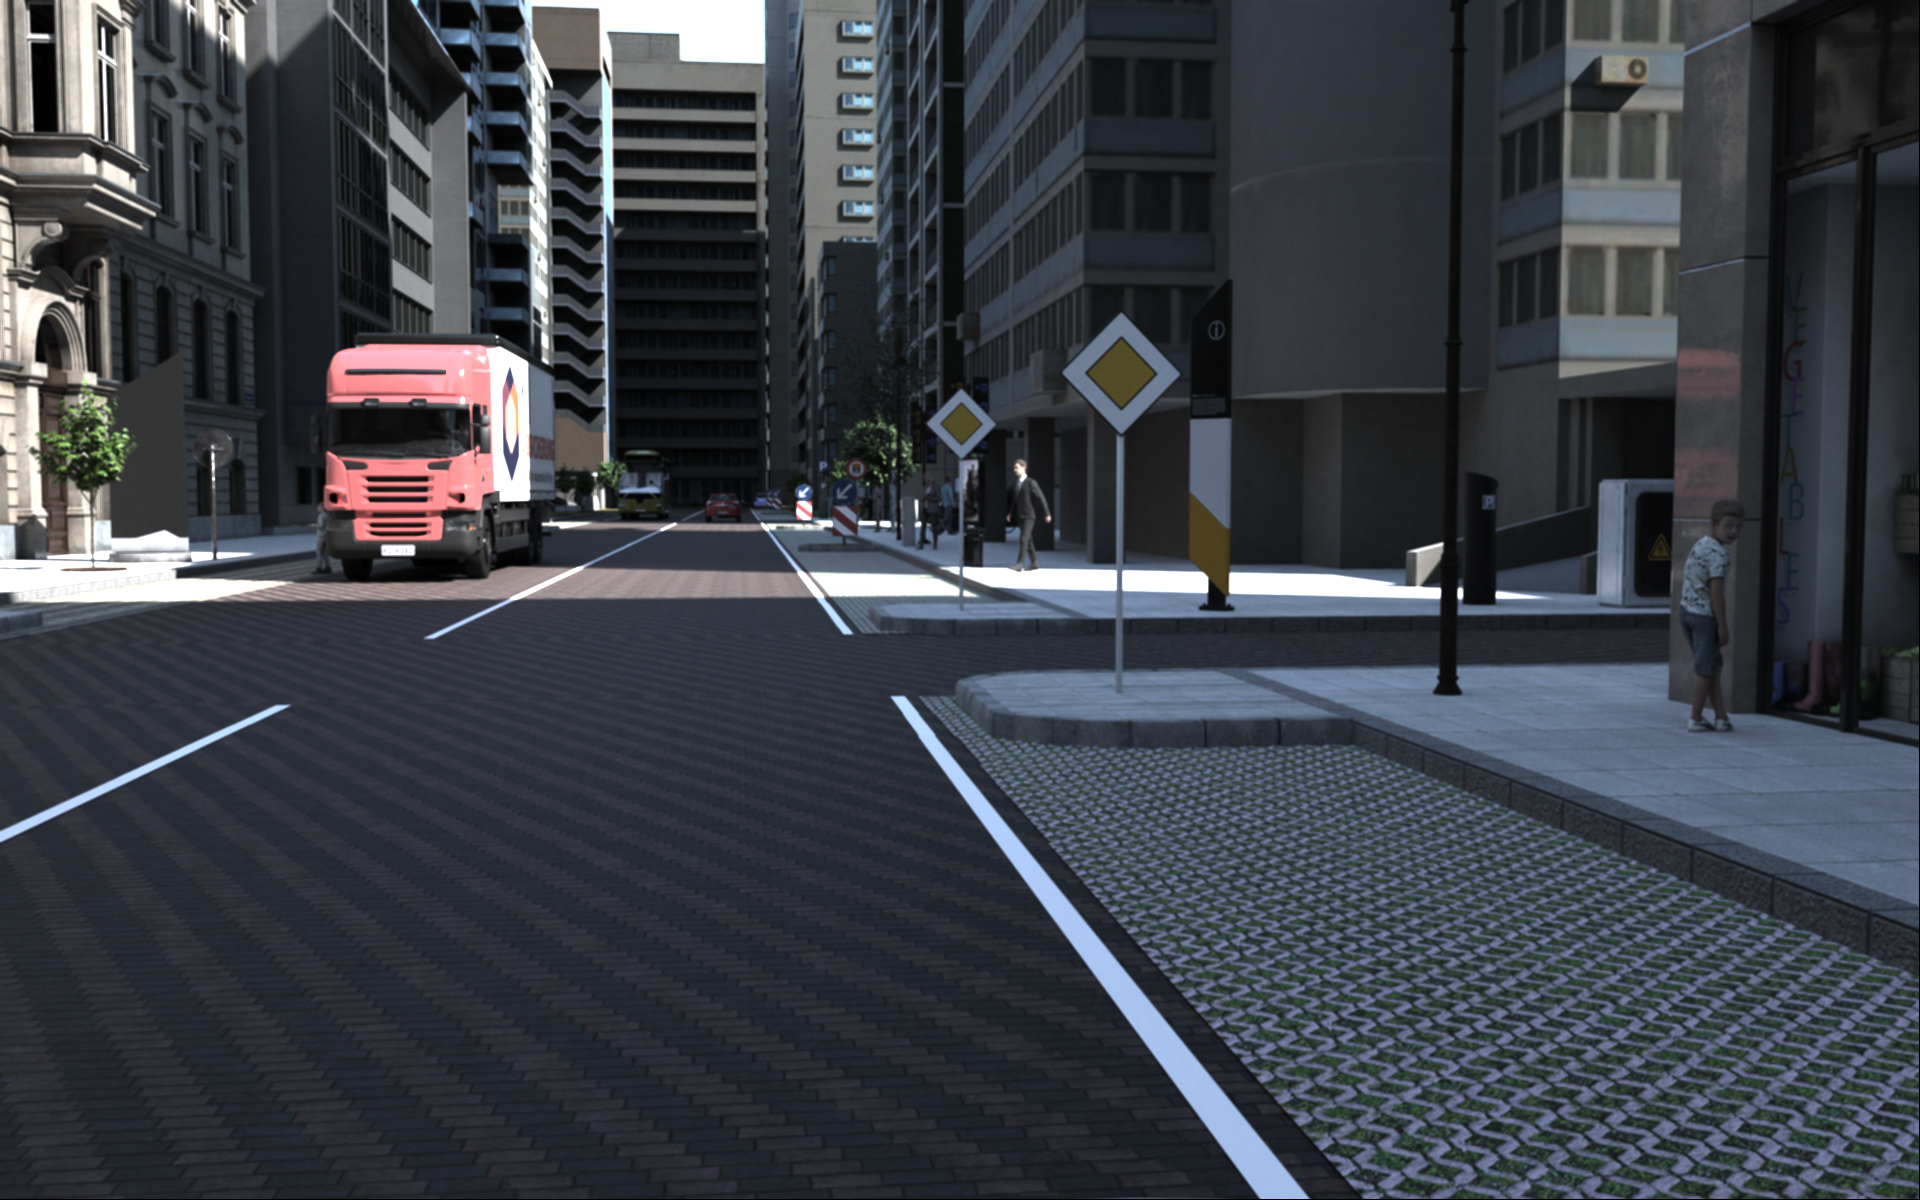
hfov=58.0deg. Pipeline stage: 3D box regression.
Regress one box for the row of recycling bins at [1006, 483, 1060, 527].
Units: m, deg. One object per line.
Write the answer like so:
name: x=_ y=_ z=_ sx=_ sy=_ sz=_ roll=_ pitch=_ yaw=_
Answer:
row of recycling bins: x=2.581 y=-3.708 z=67.731 sx=3.534 sy=1.692 sz=1.069 roll=-2 pitch=4 yaw=-31

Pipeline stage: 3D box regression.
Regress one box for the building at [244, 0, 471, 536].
building: x=-28.092 y=-15.113 z=66.170 sx=14.314 sy=24.678 sz=30.058 roll=0 pitch=4 yaw=-7

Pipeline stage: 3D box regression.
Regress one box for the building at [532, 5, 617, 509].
building: x=-39.154 y=-31.031 z=157.474 sx=14.200 sy=45.320 sz=14.600 roll=0 pitch=4 yaw=-7

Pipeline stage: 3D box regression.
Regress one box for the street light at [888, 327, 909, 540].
street light: x=-1.704 y=-4.613 z=48.204 sx=0.468 sy=5.910 sz=1.993 roll=0 pitch=4 yaw=-7

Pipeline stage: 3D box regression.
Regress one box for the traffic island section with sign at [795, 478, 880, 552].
traffic island section with sign: x=-3.052 y=-2.131 z=43.478 sx=1.989 sy=1.847 sz=2.006 roll=0 pitch=4 yaw=-7

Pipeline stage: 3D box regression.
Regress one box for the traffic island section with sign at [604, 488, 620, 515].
traffic island section with sign: x=-23.402 y=-6.755 z=119.070 sx=1.989 sy=1.847 sz=2.006 roll=0 pitch=4 yaw=-7

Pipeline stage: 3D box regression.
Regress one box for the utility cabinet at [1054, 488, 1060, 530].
utility cabinet: x=2.987 y=-3.246 z=61.751 sx=1.173 sy=1.500 sz=0.318 roll=0 pitch=4 yaw=-1

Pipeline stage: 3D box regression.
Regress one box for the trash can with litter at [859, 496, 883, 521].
trash can with litter: x=-4.234 y=-4.322 z=82.052 sx=1.055 sy=1.170 sz=0.624 roll=-2 pitch=4 yaw=-35

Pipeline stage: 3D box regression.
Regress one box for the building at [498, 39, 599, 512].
building: x=-44.845 y=-26.957 z=132.633 sx=32.217 sy=40.220 sz=23.993 roll=0 pitch=4 yaw=-7

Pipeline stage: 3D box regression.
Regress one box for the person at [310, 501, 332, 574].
person: x=-11.368 y=-1.104 z=30.829 sx=0.394 sy=1.301 sz=0.425 roll=-1 pitch=4 yaw=-19

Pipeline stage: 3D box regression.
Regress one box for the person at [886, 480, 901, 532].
person: x=-2.229 y=-3.254 z=59.349 sx=0.391 sy=1.810 sz=0.635 roll=-2 pitch=4 yaw=-35

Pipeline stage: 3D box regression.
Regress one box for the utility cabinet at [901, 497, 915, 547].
utility cabinet: x=-1.288 y=-1.932 z=42.751 sx=0.306 sy=1.237 sz=1.020 roll=0 pitch=4 yaw=-5

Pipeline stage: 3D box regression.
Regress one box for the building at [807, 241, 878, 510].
building: x=2.546 y=-17.716 z=134.696 sx=27.650 sy=21.520 sz=28.899 roll=0 pitch=4 yaw=-7

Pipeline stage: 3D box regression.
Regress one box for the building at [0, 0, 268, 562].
building: x=-23.998 y=-13.141 z=33.946 sx=14.460 sy=24.649 sz=34.723 roll=0 pitch=4 yaw=-7

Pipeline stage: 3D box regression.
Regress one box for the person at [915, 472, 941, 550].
person: x=-0.710 y=-2.061 z=39.926 sx=0.537 sy=1.800 sz=0.526 roll=3 pitch=5 yaw=43

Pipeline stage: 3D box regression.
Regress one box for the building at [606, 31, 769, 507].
building: x=-31.634 y=-34.414 z=186.367 sx=21.600 sy=48.544 sz=21.300 roll=0 pitch=4 yaw=-7

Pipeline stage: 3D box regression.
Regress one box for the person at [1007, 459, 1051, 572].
person: x=1.031 y=-1.387 z=28.500 sx=0.755 sy=1.850 sz=0.659 roll=-2 pitch=4 yaw=-35

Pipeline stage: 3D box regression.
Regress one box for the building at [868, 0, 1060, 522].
building: x=6.376 y=-39.483 z=83.804 sx=20.563 sy=71.187 sz=20.611 roll=0 pitch=4 yaw=-7

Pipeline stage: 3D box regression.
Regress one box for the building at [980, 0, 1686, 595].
building: x=12.828 y=-21.149 z=37.673 sx=23.993 sy=40.220 sz=32.217 roll=0 pitch=4 yaw=-7

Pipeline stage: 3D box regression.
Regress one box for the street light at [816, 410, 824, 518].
street light: x=-7.539 y=-7.377 z=93.396 sx=0.468 sy=5.910 sz=1.993 roll=0 pitch=4 yaw=-7

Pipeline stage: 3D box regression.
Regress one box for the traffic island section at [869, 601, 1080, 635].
traffic island section: x=0.058 y=0.196 z=19.075 sx=2.009 sy=0.180 sz=2.903 roll=0 pitch=4 yaw=-7

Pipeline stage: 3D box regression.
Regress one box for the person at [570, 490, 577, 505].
person: x=-33.456 y=-8.825 z=151.052 sx=1.217 sy=1.735 sz=0.721 roll=1 pitch=4 yaw=15

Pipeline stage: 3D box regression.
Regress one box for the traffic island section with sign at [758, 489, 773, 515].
traffic island section with sign: x=-12.893 y=-6.857 z=120.746 sx=1.989 sy=1.847 sz=2.006 roll=0 pitch=4 yaw=-7

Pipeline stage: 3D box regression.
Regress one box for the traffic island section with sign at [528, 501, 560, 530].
traffic island section with sign: x=-17.002 y=-3.688 z=68.933 sx=1.989 sy=1.847 sz=2.006 roll=0 pitch=4 yaw=-7

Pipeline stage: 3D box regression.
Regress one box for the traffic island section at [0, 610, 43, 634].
traffic island section: x=-10.796 y=0.280 z=17.702 sx=2.009 sy=0.180 sz=2.903 roll=0 pitch=4 yaw=-7

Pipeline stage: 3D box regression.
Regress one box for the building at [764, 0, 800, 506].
building: x=-6.857 y=-39.550 z=188.649 sx=28.212 sy=58.520 sz=21.231 roll=0 pitch=4 yaw=-7

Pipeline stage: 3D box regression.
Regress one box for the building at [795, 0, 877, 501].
building: x=-3.912 y=-32.707 z=158.457 sx=21.300 sy=48.544 sz=21.600 roll=0 pitch=4 yaw=-7

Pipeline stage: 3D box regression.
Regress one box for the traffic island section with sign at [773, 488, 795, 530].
traffic island section with sign: x=-6.462 y=-3.767 z=70.217 sx=1.989 sy=1.847 sz=2.006 roll=0 pitch=4 yaw=-7

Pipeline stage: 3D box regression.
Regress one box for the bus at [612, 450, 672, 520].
bus: x=-18.129 y=-6.622 z=99.808 sx=2.896 sy=3.916 sz=12.252 roll=0 pitch=4 yaw=-7

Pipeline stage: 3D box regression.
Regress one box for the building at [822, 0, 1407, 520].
building: x=7.570 y=-25.460 z=108.154 sx=32.217 sy=40.220 sz=23.993 roll=0 pitch=4 yaw=-7

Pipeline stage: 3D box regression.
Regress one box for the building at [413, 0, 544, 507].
building: x=-36.836 y=-48.434 z=104.570 sx=22.319 sy=86.520 sz=31.000 roll=0 pitch=4 yaw=-7

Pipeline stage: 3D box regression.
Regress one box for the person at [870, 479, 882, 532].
person: x=-2.832 y=-3.174 z=58.282 sx=0.374 sy=1.781 sz=0.599 roll=2 pitch=4 yaw=25

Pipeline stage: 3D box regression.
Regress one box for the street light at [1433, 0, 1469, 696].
street light: x=3.129 y=-2.333 z=10.935 sx=0.468 sy=5.910 sz=1.993 roll=0 pitch=4 yaw=-7

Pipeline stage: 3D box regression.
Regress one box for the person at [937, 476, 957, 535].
person: x=-0.455 y=-2.955 z=54.218 sx=0.748 sy=1.841 sz=0.638 roll=-1 pitch=4 yaw=-13

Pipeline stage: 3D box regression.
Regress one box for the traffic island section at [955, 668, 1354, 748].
traffic island section: x=1.068 y=0.681 z=11.154 sx=2.009 sy=0.180 sz=2.903 roll=0 pitch=4 yaw=-7

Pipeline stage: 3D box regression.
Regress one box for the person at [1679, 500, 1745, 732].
person: x=4.063 y=0.083 z=9.364 sx=0.352 sy=1.250 sz=0.332 roll=3 pitch=5 yaw=43
